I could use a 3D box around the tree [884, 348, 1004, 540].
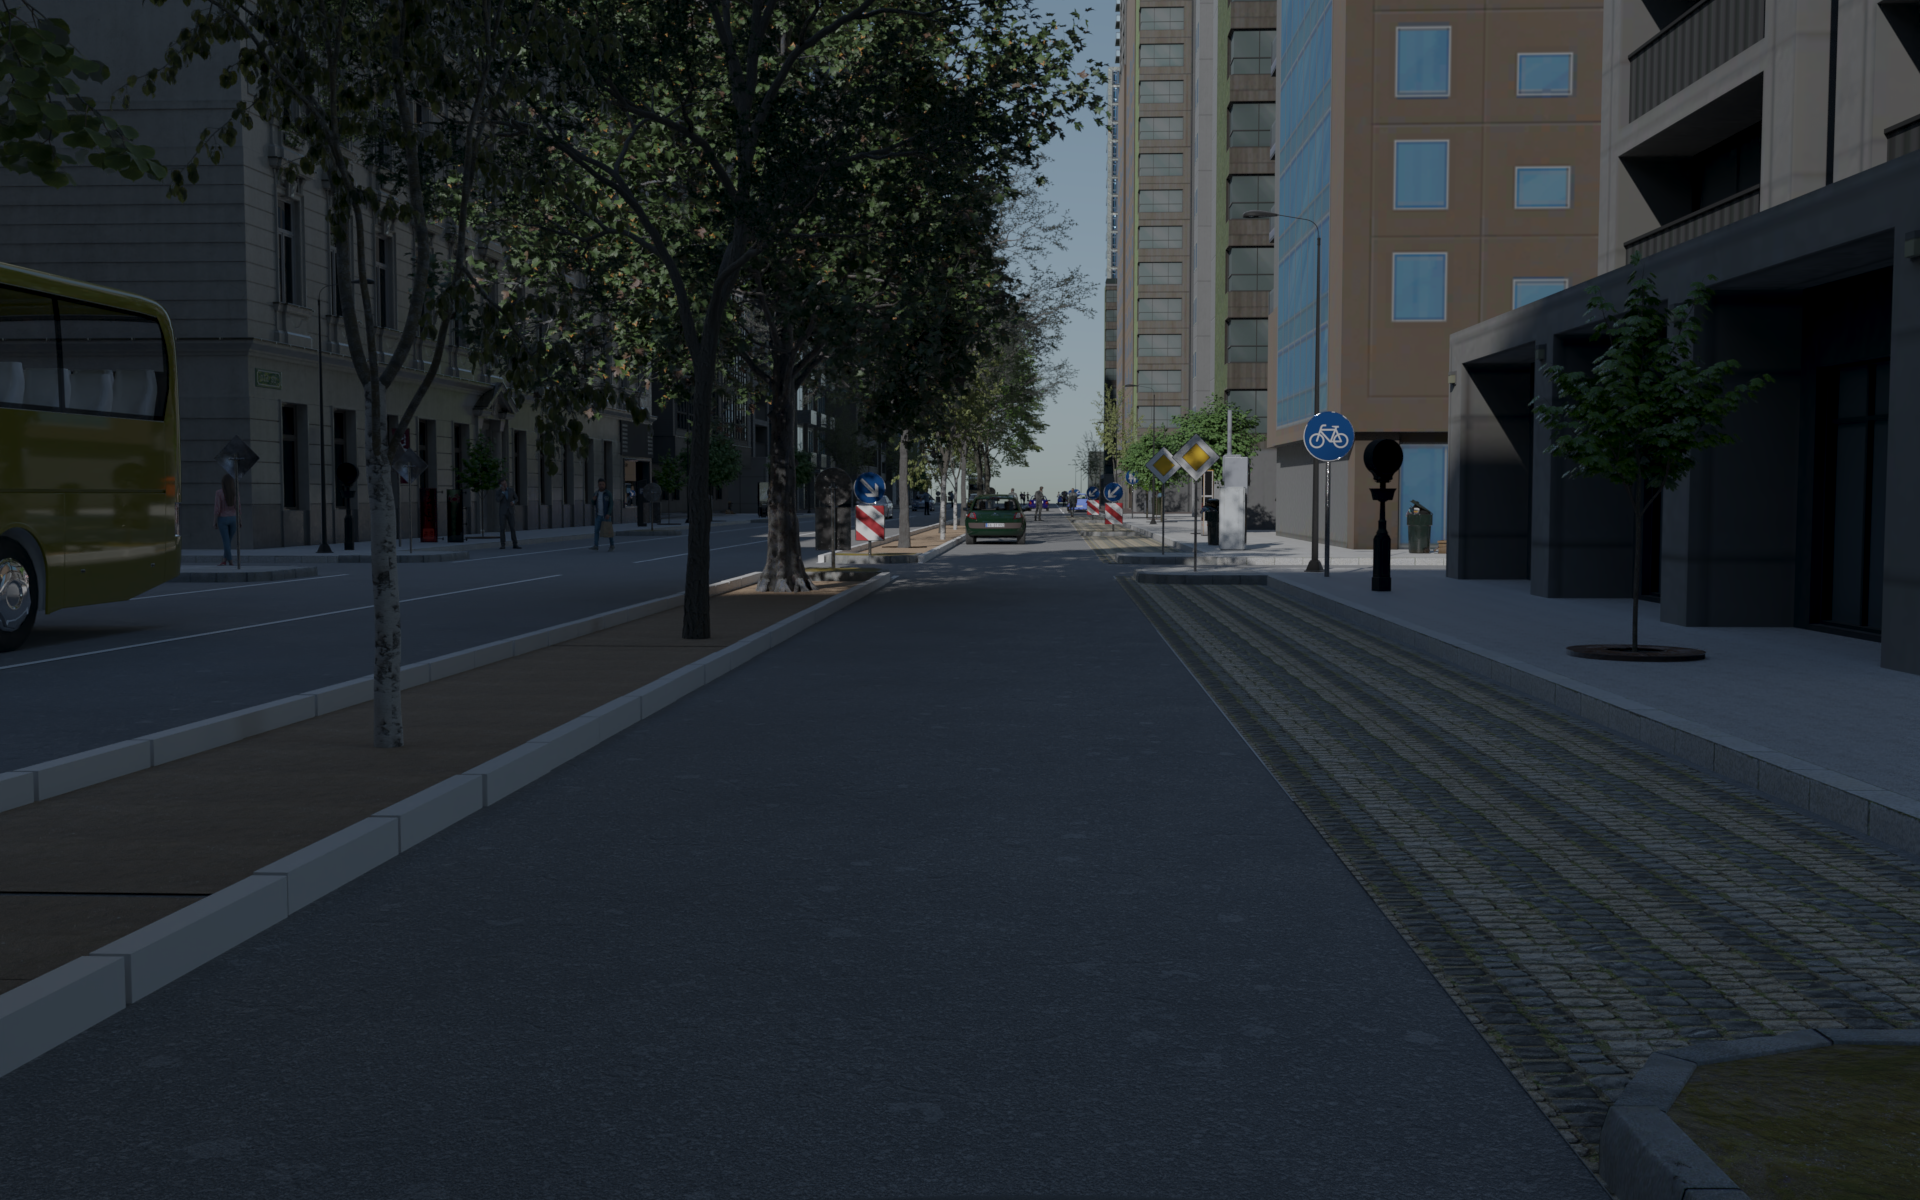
[{"bbox_3d":[-0.565,-6.204,54.252,4.737,8.622,4.395,0,3,0],"label":"tree"}]

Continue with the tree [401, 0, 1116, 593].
[{"bbox_3d":[-2.598,-6.458,25.058,9.611,12.733,9.660,0,3,0],"label":"tree"}]

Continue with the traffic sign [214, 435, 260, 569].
[{"bbox_3d":[-12.281,-1.578,29.443,0.795,2.450,0.064,0,4,3],"label":"traffic sign"}]

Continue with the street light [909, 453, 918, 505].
[{"bbox_3d":[-5.176,-13.716,196.803,1.470,5.913,1.316,0,4,3],"label":"street light"}]

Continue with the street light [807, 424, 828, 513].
[{"bbox_3d":[-9.449,-8.691,114.639,1.470,5.913,1.316,0,4,3],"label":"street light"}]

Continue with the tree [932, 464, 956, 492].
[{"bbox_3d":[-2.568,-18.986,260.783,4.360,8.622,3.978,0,3,0],"label":"tree"}]

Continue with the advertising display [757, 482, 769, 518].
[{"bbox_3d":[-10.691,-5.441,94.180,0.123,1.923,0.974,2,4,26],"label":"advertising display"}]

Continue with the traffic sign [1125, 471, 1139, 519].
[{"bbox_3d":[9.006,-5.522,90.385,0.768,2.556,0.104,1,4,12],"label":"traffic sign"}]

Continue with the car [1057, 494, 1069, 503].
[{"bbox_3d":[15.078,-14.901,253.218,1.945,1.707,3.694,0,4,2],"label":"car"}]

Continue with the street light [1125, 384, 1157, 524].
[{"bbox_3d":[7.650,-6.159,73.239,1.470,5.913,1.316,0,4,3],"label":"street light"}]

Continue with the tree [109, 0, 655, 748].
[{"bbox_3d":[-3.225,-3.454,9.287,4.360,8.622,3.978,0,3,0],"label":"tree"}]

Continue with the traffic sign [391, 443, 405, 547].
[{"bbox_3d":[-13.622,-2.572,42.060,0.884,2.594,0.081,1,4,11],"label":"traffic sign"}]

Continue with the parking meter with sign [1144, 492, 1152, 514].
[{"bbox_3d":[12.360,-6.969,110.197,0.543,3.016,1.738,-2,4,-31],"label":"parking meter with sign"}]

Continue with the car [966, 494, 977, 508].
[{"bbox_3d":[1.619,-10.085,175.111,2.015,1.641,3.980,0,4,3],"label":"car"}]

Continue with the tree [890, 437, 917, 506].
[{"bbox_3d":[-6.548,-14.351,184.993,4.360,8.622,3.978,0,3,0],"label":"tree"}]

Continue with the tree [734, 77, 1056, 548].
[{"bbox_3d":[-1.499,-8.126,45.682,12.009,13.543,11.850,0,3,0],"label":"tree"}]

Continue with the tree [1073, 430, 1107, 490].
[{"bbox_3d":[15.204,-15.201,198.894,4.360,8.622,3.978,0,3,0],"label":"tree"}]

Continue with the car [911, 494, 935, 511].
[{"bbox_3d":[-3.057,-8.123,144.811,2.014,1.417,4.499,0,4,3],"label":"car"}]

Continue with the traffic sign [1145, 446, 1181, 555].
[{"bbox_3d":[4.294,-2.015,36.582,0.795,2.450,0.064,0,4,3],"label":"traffic sign"}]

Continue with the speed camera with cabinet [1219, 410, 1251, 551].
[{"bbox_3d":[6.390,-2.805,40.195,0.660,3.252,2.038,1,4,13],"label":"speed camera with cabinet"}]

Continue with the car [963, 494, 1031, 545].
[{"bbox_3d":[1.060,-2.488,50.469,2.009,1.686,4.222,0,4,2],"label":"car"}]

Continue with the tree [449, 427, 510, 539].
[{"bbox_3d":[-13.892,-3.381,49.886,1.663,3.219,1.824,0,3,0],"label":"tree"}]

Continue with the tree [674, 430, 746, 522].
[{"bbox_3d":[-11.719,-5.971,81.336,4.285,4.588,4.351,0,3,0],"label":"tree"}]

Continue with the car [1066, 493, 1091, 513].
[{"bbox_3d":[9.121,-7.547,132.979,1.945,1.707,3.694,0,4,3],"label":"car"}]

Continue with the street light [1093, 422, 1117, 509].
[{"bbox_3d":[9.497,-8.481,111.198,1.470,5.913,1.316,0,4,3],"label":"street light"}]

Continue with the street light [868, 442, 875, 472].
[{"bbox_3d":[-7.499,-11.012,152.593,1.470,5.913,1.316,0,4,3],"label":"street light"}]

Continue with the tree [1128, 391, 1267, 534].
[{"bbox_3d":[8.200,-4.392,55.516,4.285,4.588,4.351,0,3,0],"label":"tree"}]

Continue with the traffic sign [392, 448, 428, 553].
[{"bbox_3d":[-11.878,-2.066,37.418,0.795,2.450,0.064,0,4,3],"label":"traffic sign"}]

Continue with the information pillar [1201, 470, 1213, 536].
[{"bbox_3d":[7.557,-2.967,52.998,0.304,2.012,0.304,0,4,-8],"label":"information pillar"}]

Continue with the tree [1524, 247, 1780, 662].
[{"bbox_3d":[5.343,-1.172,13.760,1.663,3.219,1.824,0,3,0],"label":"tree"}]

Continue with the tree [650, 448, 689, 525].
[{"bbox_3d":[-12.040,-4.757,72.379,1.663,3.219,1.824,0,3,0],"label":"tree"}]

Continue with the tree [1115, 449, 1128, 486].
[{"bbox_3d":[9.185,-5.795,78.458,4.285,4.588,4.351,0,3,0],"label":"tree"}]

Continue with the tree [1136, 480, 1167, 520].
[{"bbox_3d":[9.964,-5.652,87.018,1.663,3.219,1.824,0,3,0],"label":"tree"}]

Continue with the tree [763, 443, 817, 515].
[{"bbox_3d":[-10.505,-7.557,107.269,4.285,4.588,4.351,0,3,0],"label":"tree"}]

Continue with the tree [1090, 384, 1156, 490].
[{"bbox_3d":[10.597,-10.076,115.099,4.737,8.622,4.395,0,3,0],"label":"tree"}]

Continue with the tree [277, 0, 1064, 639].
[{"bbox_3d":[-2.642,-4.866,16.425,8.767,10.594,7.601,0,4,3],"label":"tree"}]

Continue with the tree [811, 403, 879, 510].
[{"bbox_3d":[-9.081,-11.051,131.039,4.360,8.622,3.978,0,3,0],"label":"tree"}]

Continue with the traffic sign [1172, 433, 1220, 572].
[{"bbox_3d":[3.891,-1.527,28.608,0.795,2.450,0.064,0,4,3],"label":"traffic sign"}]

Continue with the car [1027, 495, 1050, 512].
[{"bbox_3d":[6.527,-8.013,143.585,1.945,1.354,3.894,0,4,3],"label":"car"}]

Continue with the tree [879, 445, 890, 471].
[{"bbox_3d":[-8.558,-11.663,141.059,4.360,8.622,3.978,0,3,0],"label":"tree"}]

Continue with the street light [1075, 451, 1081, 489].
[{"bbox_3d":[13.376,-13.162,187.740,1.470,5.913,1.316,0,4,3],"label":"street light"}]

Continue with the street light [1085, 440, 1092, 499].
[{"bbox_3d":[11.563,-10.840,149.779,1.470,5.913,1.316,0,4,3],"label":"street light"}]

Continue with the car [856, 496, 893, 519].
[{"bbox_3d":[-4.917,-5.355,99.918,2.083,1.381,4.827,0,4,3],"label":"car"}]

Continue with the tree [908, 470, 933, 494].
[{"bbox_3d":[-4.987,-14.090,214.087,4.285,4.588,4.351,0,3,0],"label":"tree"}]

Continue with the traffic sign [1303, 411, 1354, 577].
[{"bbox_3d":[5.684,-1.630,26.758,0.768,2.556,0.104,1,4,10],"label":"traffic sign"}]

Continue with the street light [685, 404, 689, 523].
[{"bbox_3d":[-11.397,-6.325,75.963,1.470,5.913,1.316,0,4,3],"label":"street light"}]

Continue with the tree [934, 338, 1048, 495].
[{"bbox_3d":[1.541,-10.455,99.159,9.928,11.665,9.643,0,3,0],"label":"tree"}]

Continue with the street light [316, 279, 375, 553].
[{"bbox_3d":[-13.291,-3.972,37.485,1.470,5.913,1.316,0,4,3],"label":"street light"}]

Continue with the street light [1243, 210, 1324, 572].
[{"bbox_3d":[5.324,-3.422,28.486,1.470,5.913,1.316,0,4,3],"label":"street light"}]
